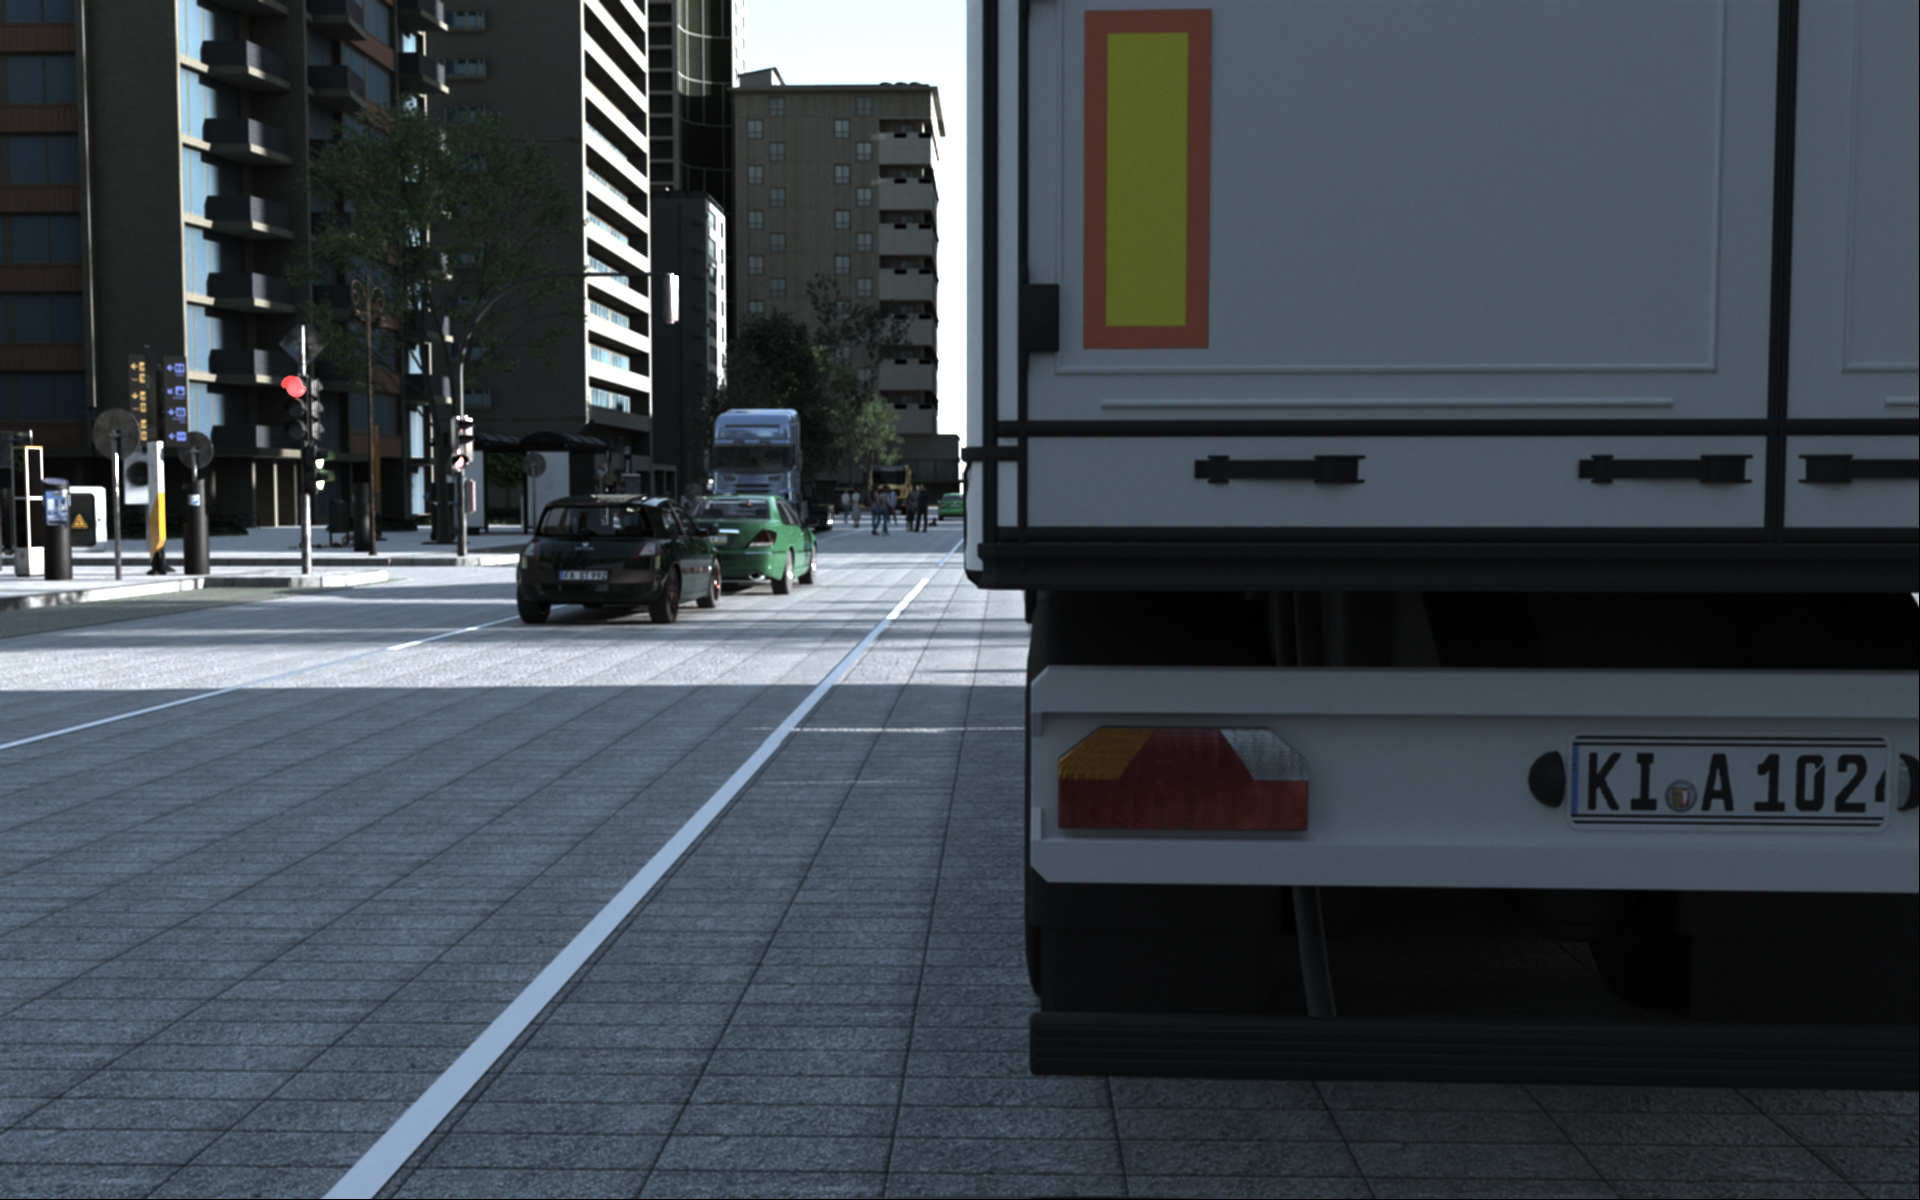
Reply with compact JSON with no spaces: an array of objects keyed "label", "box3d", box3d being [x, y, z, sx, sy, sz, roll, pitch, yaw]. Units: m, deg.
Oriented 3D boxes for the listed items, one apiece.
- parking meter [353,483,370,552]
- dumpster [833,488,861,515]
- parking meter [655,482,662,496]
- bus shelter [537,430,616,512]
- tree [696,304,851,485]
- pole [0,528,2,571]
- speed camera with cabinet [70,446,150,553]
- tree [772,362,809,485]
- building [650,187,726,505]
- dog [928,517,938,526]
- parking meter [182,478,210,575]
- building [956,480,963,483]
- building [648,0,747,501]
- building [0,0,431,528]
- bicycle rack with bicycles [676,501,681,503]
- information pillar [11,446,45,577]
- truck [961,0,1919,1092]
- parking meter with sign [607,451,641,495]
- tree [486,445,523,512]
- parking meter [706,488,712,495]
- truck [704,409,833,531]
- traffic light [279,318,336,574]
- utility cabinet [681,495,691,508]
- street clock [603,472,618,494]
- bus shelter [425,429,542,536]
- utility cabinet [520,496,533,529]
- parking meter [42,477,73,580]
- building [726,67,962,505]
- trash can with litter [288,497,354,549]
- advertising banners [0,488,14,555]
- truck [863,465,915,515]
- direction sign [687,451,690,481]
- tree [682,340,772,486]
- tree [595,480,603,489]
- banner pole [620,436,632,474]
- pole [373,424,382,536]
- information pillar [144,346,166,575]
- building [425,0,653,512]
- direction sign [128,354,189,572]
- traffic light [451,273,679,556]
[{"label":"parking meter","box3d":[-13.328,-1.847,38.611,0.372,1.533,0.369,0,3,0]},{"label":"dumpster","box3d":[-7.857,-6.866,120.476,1.865,1.857,1.264,0,4,0]},{"label":"parking meter","box3d":[-14.152,-4.626,81.344,0.255,1.863,0.399,-1,4,-15]},{"label":"bus shelter","box3d":[-12.972,-3.869,57.187,2.014,3.302,5.546,0,4,1]},{"label":"tree","box3d":[-11.315,-11.486,104.799,9.611,12.733,9.660,0,3,0]},{"label":"pole","box3d":[-16.052,-2.135,28.753,0.158,3.312,0.155,0,3,0]},{"label":"speed camera with cabinet","box3d":[-18.917,-2.693,38.371,2.038,3.252,0.660,-2,4,-28]},{"label":"tree","box3d":[-11.290,-8.955,96.783,4.360,8.622,3.978,0,3,0]},{"label":"building","box3d":[-30.061,-24.173,166.935,14.107,30.474,14.160,0,4,2]},{"label":"dog","box3d":[-1.288,-3.502,77.446,0.748,0.427,0.550,-1,4,-19]},{"label":"parking meter","box3d":[-12.168,-1.172,27.578,0.372,1.533,0.369,0,3,0]},{"label":"building","box3d":[14.246,-34.449,217.870,28.867,44.769,22.147,0,4,2]},{"label":"building","box3d":[-38.392,-47.692,218.017,20.611,71.187,20.563,0,4,2]},{"label":"building","box3d":[-36.130,-25.847,77.217,22.147,44.769,28.867,0,4,2]},{"label":"bicycle rack with bicycles","box3d":[-13.943,-4.509,87.101,2.852,0.926,2.925,-2,4,-33]},{"label":"information pillar","box3d":[-14.399,-1.364,26.788,0.304,2.012,0.304,1,4,22]},{"label":"truck","box3d":[1.527,-1.176,8.134,2.839,4.237,11.283,0,4,3]},{"label":"parking meter with sign","box3d":[-12.414,-4.232,65.450,1.738,3.016,0.543,-1,4,-19]},{"label":"tree","box3d":[-25.307,-6.913,96.739,4.285,4.588,4.351,0,3,0]},{"label":"parking meter","box3d":[-10.831,-4.080,75.126,0.372,1.533,0.369,0,3,0]},{"label":"truck","box3d":[-6.287,-4.336,60.647,2.967,4.110,18.799,0,4,0]},{"label":"traffic light","box3d":[-10.495,-2.375,27.757,0.839,4.253,0.868,0,4,2]},{"label":"utility cabinet","box3d":[-12.562,-4.288,81.268,1.020,1.237,0.306,1,4,12]},{"label":"street clock","box3d":[-11.453,-3.190,56.733,0.471,2.002,0.358,-1,4,-8]},{"label":"bus shelter","box3d":[-15.373,-3.801,56.077,2.014,3.302,5.546,0,4,1]},{"label":"utility cabinet","box3d":[-16.131,-3.261,64.478,0.306,1.237,1.020,-1,4,-23]},{"label":"parking meter","box3d":[-13.518,-1.071,25.929,0.372,1.533,0.369,0,3,0]},{"label":"building","box3d":[-13.814,-38.737,222.584,27.495,52.752,28.713,0,4,2]},{"label":"trash can with litter","box3d":[-15.283,-1.864,41.528,1.678,1.210,2.233,2,4,31]},{"label":"advertising banners","box3d":[-20.516,-2.487,36.848,0.090,3.025,2.074,-3,5,-44]},{"label":"truck","box3d":[-4.696,-7.522,118.916,3.469,3.379,9.791,0,4,0]},{"label":"direction sign","box3d":[-14.330,-6.088,91.541,0.379,3.537,0.876,-1,4,-18]},{"label":"tree","box3d":[-11.638,-8.152,83.652,4.360,8.622,3.978,0,3,0]},{"label":"tree","box3d":[-20.298,-6.179,95.633,1.663,3.219,1.824,0,3,0]},{"label":"banner pole","box3d":[-14.513,-5.202,75.076,0.863,3.779,0.401,3,4,36]},{"label":"pole","box3d":[-17.085,-3.483,50.794,0.158,3.312,0.155,0,3,0]},{"label":"information pillar","box3d":[-12.716,-2.202,27.358,0.183,3.616,0.504,-3,5,-43]},{"label":"building","box3d":[-34.591,-30.468,121.856,21.300,48.544,21.600,0,4,2]},{"label":"direction sign","box3d":[-13.100,-2.225,28.371,0.876,3.537,0.379,-3,4,-37]},{"label":"traffic light","box3d":[-8.190,-3.734,35.719,4.771,5.953,1.251,0,4,2]}]
